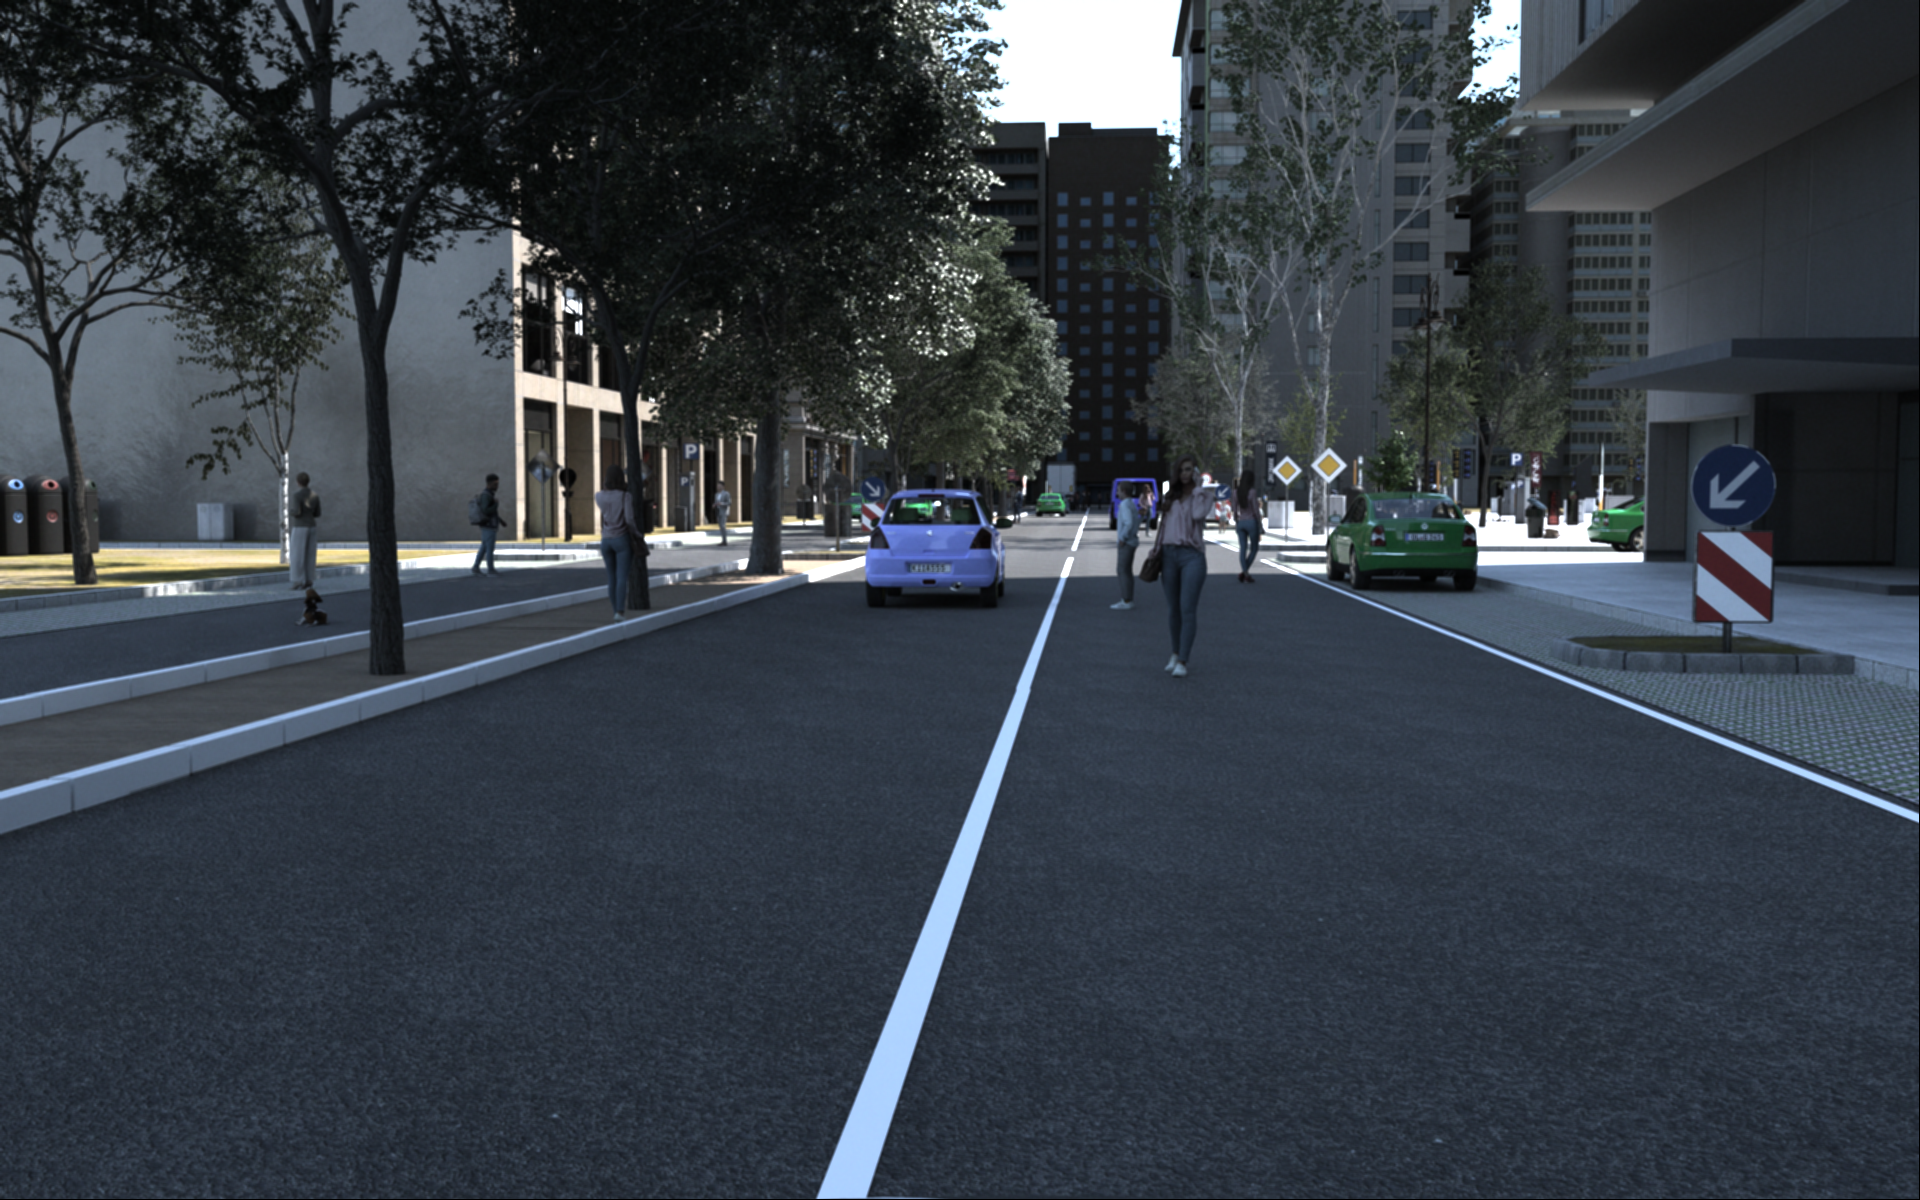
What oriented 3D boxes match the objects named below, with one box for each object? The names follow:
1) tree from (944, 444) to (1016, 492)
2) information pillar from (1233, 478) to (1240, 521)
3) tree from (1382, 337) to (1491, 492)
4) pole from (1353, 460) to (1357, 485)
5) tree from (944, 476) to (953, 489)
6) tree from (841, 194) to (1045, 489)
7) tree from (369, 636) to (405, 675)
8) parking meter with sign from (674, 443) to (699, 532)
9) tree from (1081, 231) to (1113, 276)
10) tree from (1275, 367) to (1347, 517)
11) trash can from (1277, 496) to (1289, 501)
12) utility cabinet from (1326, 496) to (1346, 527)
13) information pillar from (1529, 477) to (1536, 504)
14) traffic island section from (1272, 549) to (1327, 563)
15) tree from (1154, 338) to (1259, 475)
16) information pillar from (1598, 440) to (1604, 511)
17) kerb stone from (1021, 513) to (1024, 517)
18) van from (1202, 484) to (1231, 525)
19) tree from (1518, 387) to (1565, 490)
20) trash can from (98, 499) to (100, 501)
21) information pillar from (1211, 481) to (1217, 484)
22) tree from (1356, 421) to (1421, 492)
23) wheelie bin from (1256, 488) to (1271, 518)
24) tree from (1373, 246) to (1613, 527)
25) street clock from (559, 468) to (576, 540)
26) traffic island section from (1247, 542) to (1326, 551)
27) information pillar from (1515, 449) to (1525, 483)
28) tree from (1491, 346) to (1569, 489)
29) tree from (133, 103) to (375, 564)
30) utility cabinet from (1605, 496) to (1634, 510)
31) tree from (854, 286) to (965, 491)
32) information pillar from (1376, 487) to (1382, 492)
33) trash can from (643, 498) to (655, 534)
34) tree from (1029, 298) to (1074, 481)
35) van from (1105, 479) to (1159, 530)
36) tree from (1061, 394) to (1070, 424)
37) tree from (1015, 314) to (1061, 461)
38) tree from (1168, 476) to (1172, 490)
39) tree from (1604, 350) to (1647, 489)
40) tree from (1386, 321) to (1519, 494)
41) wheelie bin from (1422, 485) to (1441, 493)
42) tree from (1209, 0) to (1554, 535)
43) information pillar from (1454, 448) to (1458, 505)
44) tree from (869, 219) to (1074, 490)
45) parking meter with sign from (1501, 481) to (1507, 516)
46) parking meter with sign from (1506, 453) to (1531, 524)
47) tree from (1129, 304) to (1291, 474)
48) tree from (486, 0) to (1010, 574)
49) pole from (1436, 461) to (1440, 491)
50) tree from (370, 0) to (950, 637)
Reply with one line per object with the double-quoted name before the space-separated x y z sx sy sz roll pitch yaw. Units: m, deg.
"tree" 1.412 -8.586 93.195 4.737 8.622 4.395 0 3 0
"information pillar" 13.041 -4.706 81.430 0.304 2.012 0.304 3 5 44
"tree" 21.110 -7.847 78.654 4.360 8.622 3.978 0 3 0
"pole" 23.577 -6.703 103.437 0.158 3.312 0.155 0 3 0
"tree" -1.322 -11.447 181.764 1.663 3.219 1.824 0 3 0
"tree" -0.796 -8.729 63.298 7.486 12.596 7.792 0 3 0
"tree" -4.488 -4.702 13.753 8.767 10.594 7.601 0 4 4
"parking meter with sign" -9.304 -3.827 58.825 0.543 3.016 1.738 0 4 4
"tree" 12.947 -14.218 88.356 12.611 20.169 13.585 0 3 0
"tree" 19.701 -8.982 97.216 4.737 8.622 4.395 0 3 0
"trash can" 20.512 -6.017 110.039 0.748 1.137 0.748 0 3 0
"utility cabinet" 14.374 -3.412 66.947 1.020 1.237 0.306 3 4 36
"information pillar" 25.059 -4.374 76.000 0.304 2.012 0.304 0 4 -6
"traffic island section" 7.863 -0.897 36.954 2.009 0.180 2.903 0 4 4
"tree" 17.550 -12.610 124.297 7.486 12.596 7.792 0 3 0
"information pillar" 27.945 -5.147 75.515 0.183 3.616 0.504 2 4 30
"kerb stone" 3.831 -5.374 110.086 0.120 0.150 1.000 0 4 4
"van" 10.407 -4.023 72.790 2.013 2.044 4.112 0 4 5
"tree" 36.286 -9.780 110.257 4.737 8.622 4.395 0 3 0
"trash can" -24.106 -2.208 47.748 0.748 1.137 0.748 0 3 0
"information pillar" 14.066 -5.597 95.999 0.304 2.012 0.304 2 4 26
"tree" 11.366 -3.143 45.988 1.663 3.219 1.824 0 3 0
"wheelie bin" 16.017 -5.128 91.758 0.693 1.594 0.980 -2 4 -33
"tree" 20.076 -8.054 66.093 8.767 10.594 7.601 0 4 4
"street clock" -10.979 -2.688 48.514 0.471 2.002 0.358 -1 4 -15
"traffic island section" 8.479 -1.384 44.916 2.009 0.180 2.903 0 4 4
"information pillar" 29.196 -6.051 90.293 0.504 3.616 0.183 -1 4 -11
"tree" 28.059 -8.283 85.796 4.360 8.622 3.978 0 3 0
"tree" -12.647 -4.984 31.853 4.360 8.622 3.978 0 3 0
"utility cabinet" 25.484 -3.413 66.963 1.020 1.237 0.306 0 4 1
"tree" -1.827 -6.273 55.391 4.360 8.622 3.978 0 3 0
"information pillar" 24.416 -5.901 100.970 0.304 2.012 0.304 1 4 11
"trash can" -10.248 -2.724 56.186 0.748 1.137 0.748 0 3 0
"tree" 2.632 -12.168 108.053 9.857 13.997 8.962 0 3 0
"van" 7.105 -4.080 71.087 2.240 2.365 5.245 0 4 4
"tree" 1.368 -9.174 86.863 8.767 10.594 7.601 0 4 4
"tree" -1.709 -6.846 48.802 8.767 10.594 7.601 0 4 4
"tree" 19.637 -10.126 160.165 1.663 3.219 1.824 0 3 0
"tree" 33.627 -8.208 84.569 4.360 8.622 3.978 0 3 0
"tree" 20.248 -7.496 72.922 4.737 8.622 4.395 0 3 0
"wheelie bin" 16.520 -3.247 60.992 0.693 1.594 0.980 0 4 -4
"tree" 12.012 -12.160 54.703 12.611 20.169 13.585 0 3 0
"information pillar" 25.394 -5.957 88.752 0.183 3.616 0.504 0 4 8
"tree" -0.094 -9.323 71.897 9.611 12.733 9.660 0 3 0
"parking meter with sign" 32.333 -6.455 101.804 0.543 3.016 1.738 -1 4 -19
"parking meter with sign" 24.018 -4.744 73.822 0.543 3.016 1.738 3 4 39
"tree" 16.103 -12.366 112.558 12.009 13.543 11.850 0 3 0
"tree" -3.506 -7.442 30.788 9.857 13.997 8.962 0 3 0
"pole" 29.712 -6.960 107.635 0.158 3.312 0.155 0 3 0
"tree" -3.917 -5.171 21.419 8.767 10.594 7.601 0 4 4
